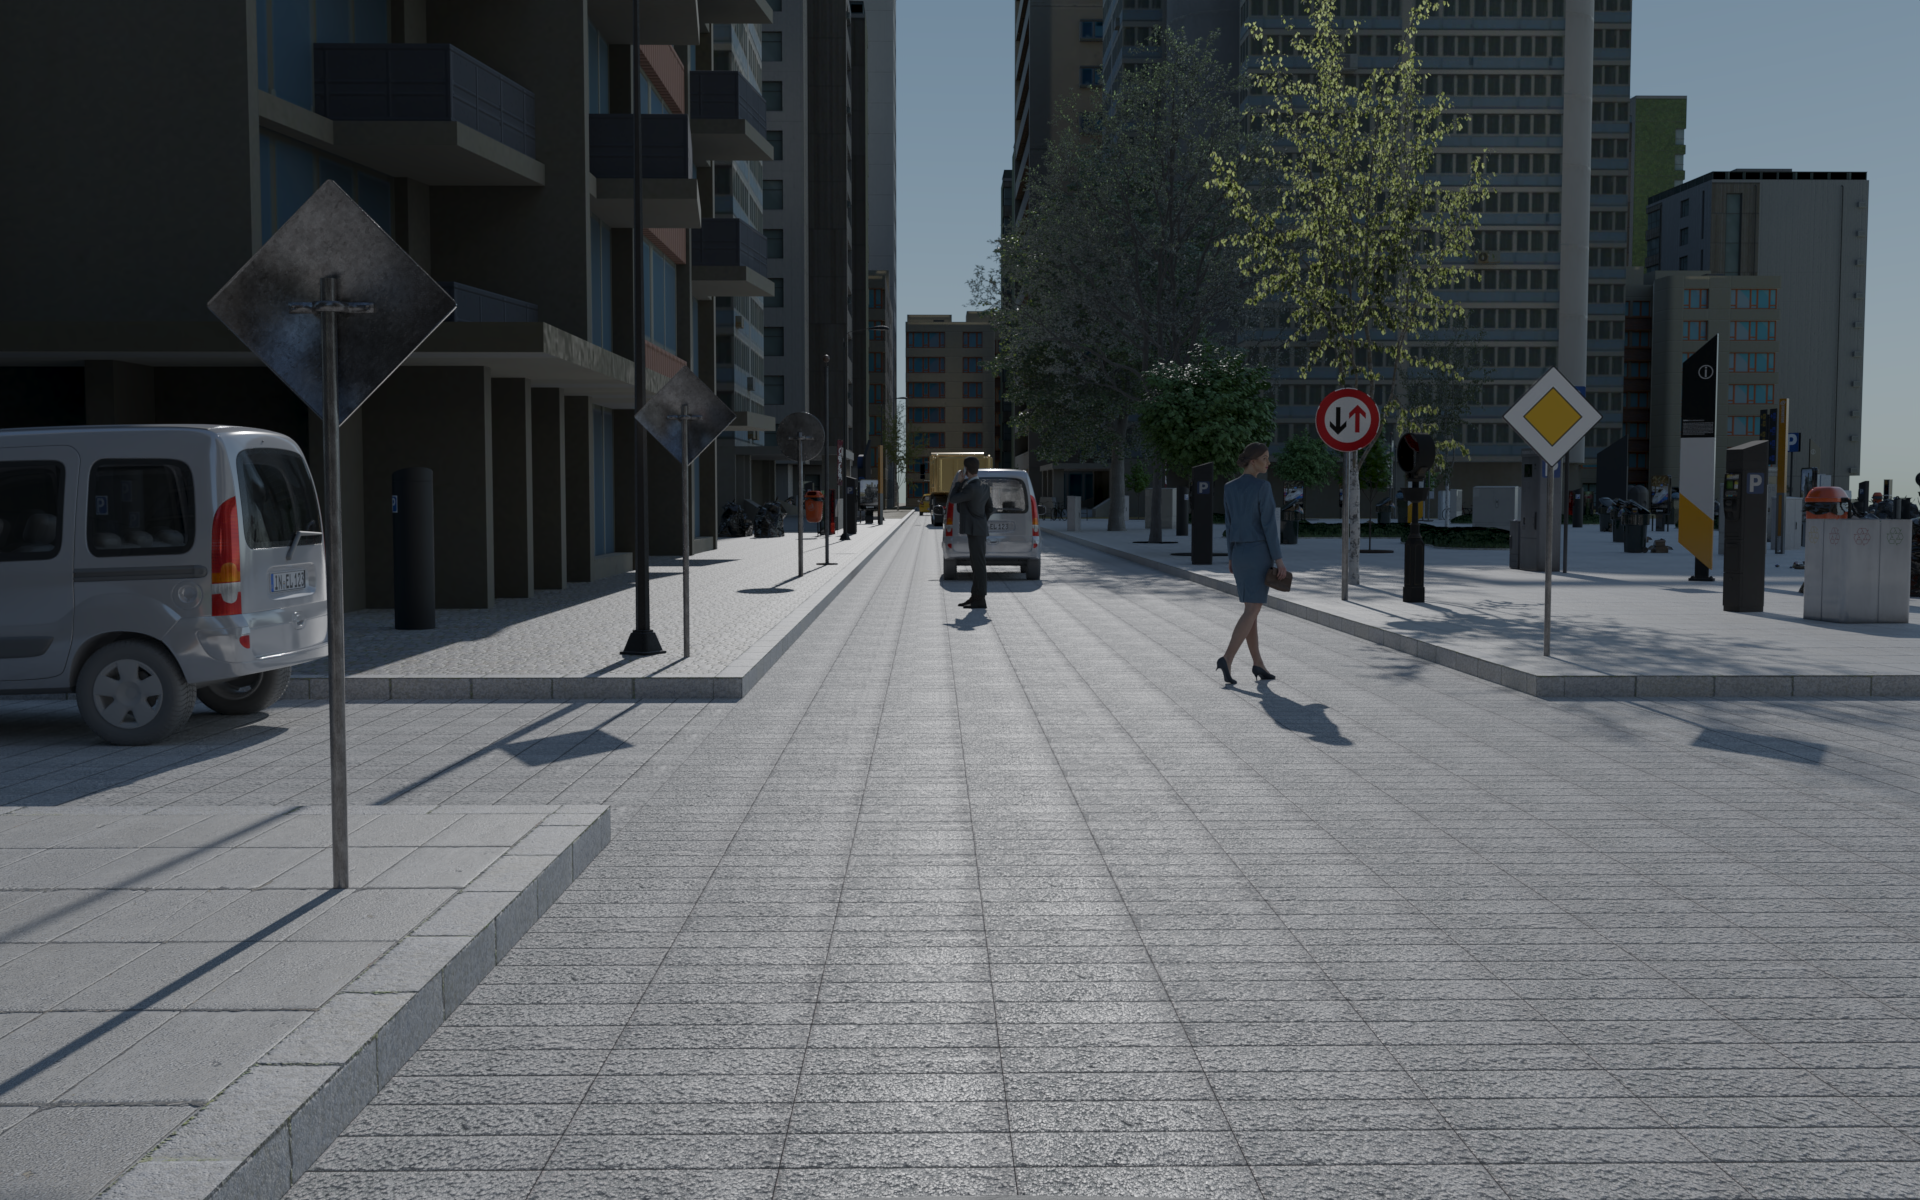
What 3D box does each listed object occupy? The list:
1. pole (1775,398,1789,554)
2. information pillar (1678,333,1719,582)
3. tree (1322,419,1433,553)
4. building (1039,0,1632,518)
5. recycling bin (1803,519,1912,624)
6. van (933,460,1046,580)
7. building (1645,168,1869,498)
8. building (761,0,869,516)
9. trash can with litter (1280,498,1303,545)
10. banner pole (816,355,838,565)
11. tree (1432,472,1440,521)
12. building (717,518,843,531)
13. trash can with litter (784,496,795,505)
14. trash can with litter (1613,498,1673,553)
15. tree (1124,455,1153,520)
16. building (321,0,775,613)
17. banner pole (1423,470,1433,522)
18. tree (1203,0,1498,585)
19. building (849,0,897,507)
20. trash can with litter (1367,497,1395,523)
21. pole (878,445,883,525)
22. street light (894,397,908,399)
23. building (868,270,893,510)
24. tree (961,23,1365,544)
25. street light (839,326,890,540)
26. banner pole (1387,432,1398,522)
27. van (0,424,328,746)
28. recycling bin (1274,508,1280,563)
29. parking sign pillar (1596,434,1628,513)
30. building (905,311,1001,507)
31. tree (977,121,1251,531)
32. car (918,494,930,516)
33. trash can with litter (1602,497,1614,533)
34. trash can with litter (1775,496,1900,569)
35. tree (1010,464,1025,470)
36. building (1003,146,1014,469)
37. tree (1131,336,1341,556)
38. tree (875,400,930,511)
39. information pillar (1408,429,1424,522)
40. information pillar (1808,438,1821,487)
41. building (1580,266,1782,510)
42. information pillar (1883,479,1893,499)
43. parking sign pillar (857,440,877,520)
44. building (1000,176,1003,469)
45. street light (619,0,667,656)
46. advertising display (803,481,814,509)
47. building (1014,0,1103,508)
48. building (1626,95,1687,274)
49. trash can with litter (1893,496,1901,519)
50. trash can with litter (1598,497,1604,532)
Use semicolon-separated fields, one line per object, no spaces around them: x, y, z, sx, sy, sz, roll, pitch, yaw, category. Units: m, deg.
17.576;-2.641;37.031;0.158;3.312;0.155;0;3;0;pole
10.874;-2.088;25.491;0.504;3.616;0.183;2;4;33;information pillar
9.048;-2.652;37.966;1.663;3.219;1.824;0;3;0;tree
21.175;-25.051;101.457;32.217;40.220;23.993;0;4;-1;building
9.047;-0.301;17.476;0.722;1.027;0.722;0;4;-5;recycling bin
0.527;-1.423;30.277;2.013;2.044;4.112;0;4;0;van
71.799;-23.598;157.531;14.107;30.474;14.160;0;4;-1;building
-12.361;-19.878;96.701;14.160;30.474;14.107;0;4;-1;building
8.156;-1.999;44.077;1.055;1.170;0.624;0;4;-7;trash can with litter
-2.426;-2.540;31.542;0.401;3.779;0.863;0;4;-4;banner pole
21.901;-5.328;81.712;1.663;3.219;1.824;0;3;0;tree
-20.516;-22.915;66.548;32.217;40.220;23.993;0;4;-1;building
-8.490;-4.429;83.805;1.055;1.170;0.624;2;4;23;trash can with litter
14.979;-1.618;37.843;1.055;1.170;0.624;0;3;0;trash can with litter
8.781;-5.615;86.413;1.663;3.219;1.824;0;3;0;tree
-15.109;-22.982;30.382;22.147;44.769;28.867;0;4;-1;building
21.513;-5.523;80.325;0.863;3.779;0.401;1;4;10;banner pole
5.514;-4.510;24.097;4.360;8.622;3.978;0;3;0;tree
-20.763;-39.174;182.499;28.212;58.520;21.231;0;4;-1;building
15.345;-3.186;63.477;1.055;1.170;0.624;-1;4;-15;trash can with litter
-3.331;-4.808;72.456;0.158;3.312;0.155;0;3;0;pole
-3.199;-6.744;82.799;1.470;5.913;1.316;0;4;-1;street light
-20.594;-18.690;150.622;28.899;21.520;27.650;0;4;-1;building
5.226;-8.217;44.720;12.009;13.543;11.850;0;3;0;tree
-2.654;-4.612;47.949;1.470;5.913;1.316;0;4;-1;street light
17.416;-4.887;69.916;0.401;3.779;0.863;1;4;23;banner pole
-6.061;-0.219;10.591;4.112;2.044;2.013;0;4;1;van
5.473;-1.201;32.186;0.722;1.027;0.722;3;4;38;recycling bin
29.410;-5.483;78.120;1.447;3.967;1.447;2;4;27;parking sign pillar
8.743;-20.963;187.790;28.899;21.520;27.650;0;4;-1;building
5.350;-9.371;59.875;9.857;13.997;8.962;0;3;0;tree
-1.861;-6.489;116.313;2.015;1.641;3.980;0;4;0;car
17.771;-2.115;45.962;1.055;1.170;0.624;0;4;-8;trash can with litter
15.026;-1.154;29.918;1.678;1.210;2.233;3;4;37;trash can with litter
3.634;-7.084;110.431;1.663;3.219;1.824;0;3;0;tree
11.187;-22.699;142.828;14.160;30.474;14.107;0;4;-1;building
5.192;-3.215;36.287;4.285;4.588;4.351;0;3;0;tree
-4.651;-11.222;133.846;4.737;8.622;4.395;0;3;0;tree
14.576;-3.919;55.434;0.504;3.616;0.183;1;4;10;information pillar
36.000;-4.997;73.051;0.504;3.616;0.183;0;4;-8;information pillar
50.262;-18.708;150.915;28.899;21.520;27.650;0;4;-1;building
46.124;-4.992;86.114;0.304;2.012;0.304;-2;4;-35;information pillar
-4.723;-5.937;85.542;1.447;3.967;1.447;1;4;9;parking sign pillar
10.612;-23.560;156.901;14.160;30.474;14.107;0;4;-1;building
-2.006;-2.520;13.743;1.470;5.913;1.316;0;4;-1;street light
-7.673;-4.971;86.494;0.974;1.923;0.123;3;5;40;advertising display
15.044;-30.614;124.238;21.300;48.544;21.600;0;4;-1;building
65.717;-30.437;181.238;14.086;41.232;14.154;0;4;-1;building
35.250;-3.332;65.529;1.678;1.210;2.233;3;5;39;trash can with litter
22.016;-2.877;58.419;0.624;1.170;1.055;-1;4;-15;trash can with litter
